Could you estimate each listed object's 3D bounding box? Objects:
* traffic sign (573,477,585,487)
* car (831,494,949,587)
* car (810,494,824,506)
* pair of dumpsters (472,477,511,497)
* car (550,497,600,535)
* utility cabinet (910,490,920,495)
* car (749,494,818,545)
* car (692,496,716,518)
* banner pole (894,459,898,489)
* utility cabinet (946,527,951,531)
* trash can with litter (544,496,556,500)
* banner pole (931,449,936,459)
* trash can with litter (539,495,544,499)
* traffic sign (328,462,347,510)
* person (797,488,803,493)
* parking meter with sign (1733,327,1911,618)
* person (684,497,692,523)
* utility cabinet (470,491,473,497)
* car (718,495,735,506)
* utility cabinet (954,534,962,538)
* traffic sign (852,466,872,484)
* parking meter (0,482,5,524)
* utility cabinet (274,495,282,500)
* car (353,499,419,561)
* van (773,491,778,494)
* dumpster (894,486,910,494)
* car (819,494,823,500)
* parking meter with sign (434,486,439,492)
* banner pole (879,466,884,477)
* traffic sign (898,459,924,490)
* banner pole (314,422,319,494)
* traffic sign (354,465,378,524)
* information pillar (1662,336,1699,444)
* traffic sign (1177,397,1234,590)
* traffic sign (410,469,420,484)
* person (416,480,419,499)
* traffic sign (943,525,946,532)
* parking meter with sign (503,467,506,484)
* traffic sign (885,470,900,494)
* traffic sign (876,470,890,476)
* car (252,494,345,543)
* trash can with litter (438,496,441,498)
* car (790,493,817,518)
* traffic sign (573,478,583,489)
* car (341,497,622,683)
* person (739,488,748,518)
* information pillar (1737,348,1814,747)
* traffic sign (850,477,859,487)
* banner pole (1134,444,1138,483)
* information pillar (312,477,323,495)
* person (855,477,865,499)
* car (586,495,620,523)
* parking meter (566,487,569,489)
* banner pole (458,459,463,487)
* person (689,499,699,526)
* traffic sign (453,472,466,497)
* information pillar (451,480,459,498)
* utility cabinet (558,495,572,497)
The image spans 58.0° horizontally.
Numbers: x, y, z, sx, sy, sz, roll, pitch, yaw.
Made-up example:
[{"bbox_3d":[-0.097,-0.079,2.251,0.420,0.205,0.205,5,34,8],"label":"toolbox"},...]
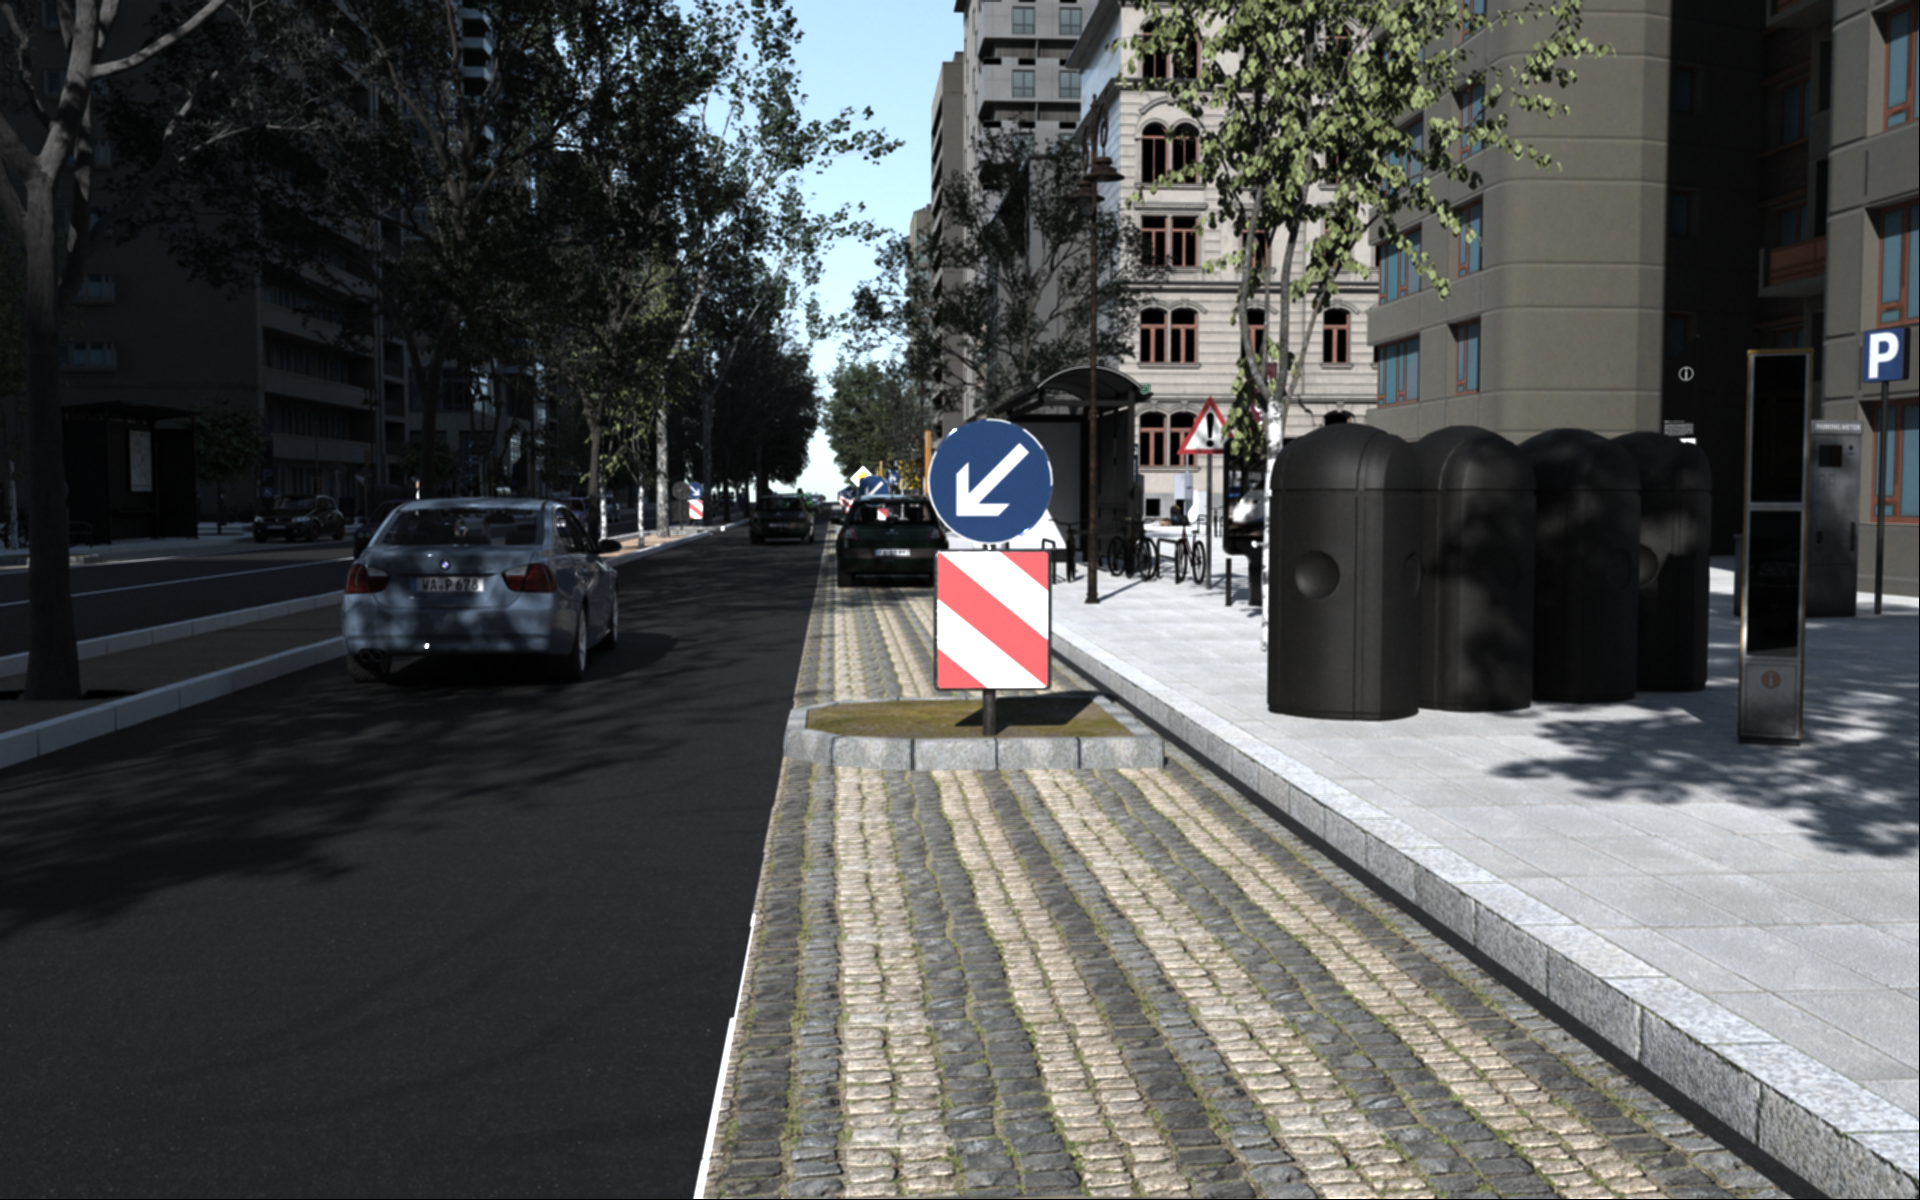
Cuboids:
[{"bbox_3d":[-29.151,-8.105,132.524,0.884,2.594,0.081,0,4,-1],"label":"traffic sign"},{"bbox_3d":[-1.091,-1.105,27.849,2.009,1.686,4.222,0,4,-2],"label":"car"},{"bbox_3d":[-15.289,-10.381,181.738,2.014,1.417,4.499,0,4,-3],"label":"car"},{"bbox_3d":[-26.867,-5.917,99.229,1.574,2.255,4.437,0,4,-4],"label":"pair of dumpsters"},{"bbox_3d":[-13.312,-2.823,58.743,1.945,1.354,3.894,0,4,-2],"label":"car"},{"bbox_3d":[-2.359,-5.005,90.512,0.318,1.500,1.173,-1,4,-16],"label":"utility cabinet"},{"bbox_3d":[-5.169,-2.490,50.505,2.009,1.686,4.222,0,4,-2],"label":"car"},{"bbox_3d":[-15.336,-5.458,101.819,1.945,1.354,3.894,0,4,-2],"label":"car"},{"bbox_3d":[-3.757,-7.186,107.513,0.863,3.779,0.401,-2,4,-27],"label":"banner pole"},{"bbox_3d":[-0.128,-3.098,59.336,1.173,1.500,0.318,-2,4,-30],"label":"utility cabinet"},{"bbox_3d":[-26.880,-6.235,113.326,0.624,1.170,1.055,2,4,34],"label":"trash can with litter"},{"bbox_3d":[-1.064,-5.724,83.604,0.863,3.779,0.401,1,4,10],"label":"banner pole"},{"bbox_3d":[-28.384,-6.564,118.370,1.678,1.210,2.233,0,4,6],"label":"trash can with litter"},{"bbox_3d":[-25.094,-4.263,69.811,0.768,2.556,0.104,0,4,-2],"label":"traffic sign"},{"bbox_3d":[-10.611,-6.504,114.823,0.580,1.828,0.573,3,4,39],"label":"person"},{"bbox_3d":[9.007,-1.340,18.174,1.738,3.016,0.543,-1,4,-16],"label":"parking meter with sign"},{"bbox_3d":[-13.172,-4.598,84.033,0.694,1.780,0.624,2,4,32],"label":"person"},{"bbox_3d":[-30.723,-6.238,110.670,1.173,1.500,0.318,1,4,11],"label":"utility cabinet"},{"bbox_3d":[-27.430,-11.668,203.355,1.945,1.354,3.894,0,4,-5],"label":"car"},{"bbox_3d":[0.169,-2.423,50.778,0.306,1.237,1.020,-2,4,-29],"label":"utility cabinet"},{"bbox_3d":[-3.430,-3.532,61.389,0.795,2.450,0.064,0,4,-4],"label":"traffic sign"},{"bbox_3d":[-41.571,-4.234,74.941,0.399,1.863,0.255,-3,5,-39],"label":"parking meter"},{"bbox_3d":[-31.145,-4.159,79.163,1.020,1.237,0.306,-2,4,-29],"label":"utility cabinet"},{"bbox_3d":[-11.247,-1.408,35.602,1.945,1.354,3.894,0,4,-6],"label":"car"},{"bbox_3d":[-28.457,-15.687,263.499,2.013,2.044,4.112,0,4,-6],"label":"van"},{"bbox_3d":[-3.239,-6.255,104.760,1.502,2.255,1.985,0,4,-4],"label":"dumpster"},{"bbox_3d":[-17.196,-12.047,207.188,2.015,1.641,3.980,0,4,-5],"label":"car"},{"bbox_3d":[-32.114,-6.651,104.998,1.738,3.016,0.543,3,4,39],"label":"parking meter with sign"},{"bbox_3d":[-6.062,-9.029,137.641,0.863,3.779,0.401,-2,4,-34],"label":"banner pole"},{"bbox_3d":[-2.440,-6.492,100.012,2.265,3.308,0.079,0,4,3],"label":"traffic sign"},{"bbox_3d":[-22.351,-4.295,60.239,0.401,3.779,0.863,-1,4,-23],"label":"banner pole"},{"bbox_3d":[-20.631,-3.457,60.168,0.795,2.450,0.064,0,4,-4],"label":"traffic sign"},{"bbox_3d":[10.748,-2.111,25.865,0.504,3.616,0.183,3,4,37],"label":"information pillar"},{"bbox_3d":[3.340,-1.419,23.211,0.884,2.594,0.081,0,4,1],"label":"traffic sign"},{"bbox_3d":[-21.208,-3.944,68.133,0.795,2.450,0.064,0,4,-4],"label":"traffic sign"},{"bbox_3d":[-14.929,-2.423,48.218,0.850,1.850,0.679,0,4,5],"label":"person"},{"bbox_3d":[-0.466,-3.199,52.409,0.768,2.556,0.104,0,4,1],"label":"traffic sign"},{"bbox_3d":[-28.017,-6.950,109.887,1.738,3.016,0.543,0,4,-6],"label":"parking meter with sign"},{"bbox_3d":[-3.571,-5.593,91.549,0.768,2.556,0.104,0,4,-3],"label":"traffic sign"},{"bbox_3d":[-5.734,-9.014,141.258,2.265,3.308,0.079,0,4,-1],"label":"traffic sign"},{"bbox_3d":[-19.845,-2.583,52.018,2.009,1.686,4.222,0,4,-3],"label":"car"},{"bbox_3d":[-26.633,-4.702,88.273,0.624,1.170,1.055,0,4,-5],"label":"trash can with litter"},{"bbox_3d":[-7.988,-4.668,85.112,1.959,1.807,4.718,0,4,-4],"label":"car"},{"bbox_3d":[-29.765,-8.246,134.933,0.768,2.556,0.104,0,4,-2],"label":"traffic sign"},{"bbox_3d":[-3.892,-0.152,14.494,2.014,1.417,4.499,0,4,-6],"label":"car"},{"bbox_3d":[-12.864,-5.785,103.112,0.581,1.822,0.654,2,4,30],"label":"person"},{"bbox_3d":[4.197,-0.271,8.920,0.304,2.012,0.304,2,4,25],"label":"information pillar"},{"bbox_3d":[-4.007,-4.019,69.354,0.795,2.450,0.064,0,4,-4],"label":"traffic sign"},{"bbox_3d":[7.450,-5.258,75.979,0.863,3.779,0.401,2,4,34],"label":"banner pole"},{"bbox_3d":[-28.264,-4.389,76.244,0.304,2.012,0.304,1,4,13],"label":"information pillar"},{"bbox_3d":[-2.127,-1.808,38.251,0.419,1.800,0.721,-1,4,-8],"label":"person"},{"bbox_3d":[-18.174,-4.600,87.210,2.014,1.417,4.499,0,4,-5],"label":"car"},{"bbox_3d":[-30.757,-7.964,135.915,0.399,1.863,0.255,-1,4,-18],"label":"parking meter"},{"bbox_3d":[-35.957,-8.234,124.645,0.863,3.779,0.401,3,5,43],"label":"banner pole"},{"bbox_3d":[-11.463,-3.799,74.881,0.640,1.303,0.475,1,4,18],"label":"person"},{"bbox_3d":[-26.732,-5.645,92.404,0.768,2.556,0.104,0,4,-2],"label":"traffic sign"},{"bbox_3d":[-26.609,-5.311,91.320,0.304,2.012,0.304,0,4,5],"label":"information pillar"},{"bbox_3d":[-26.615,-6.451,116.634,1.020,1.237,0.306,2,4,32],"label":"utility cabinet"}]
